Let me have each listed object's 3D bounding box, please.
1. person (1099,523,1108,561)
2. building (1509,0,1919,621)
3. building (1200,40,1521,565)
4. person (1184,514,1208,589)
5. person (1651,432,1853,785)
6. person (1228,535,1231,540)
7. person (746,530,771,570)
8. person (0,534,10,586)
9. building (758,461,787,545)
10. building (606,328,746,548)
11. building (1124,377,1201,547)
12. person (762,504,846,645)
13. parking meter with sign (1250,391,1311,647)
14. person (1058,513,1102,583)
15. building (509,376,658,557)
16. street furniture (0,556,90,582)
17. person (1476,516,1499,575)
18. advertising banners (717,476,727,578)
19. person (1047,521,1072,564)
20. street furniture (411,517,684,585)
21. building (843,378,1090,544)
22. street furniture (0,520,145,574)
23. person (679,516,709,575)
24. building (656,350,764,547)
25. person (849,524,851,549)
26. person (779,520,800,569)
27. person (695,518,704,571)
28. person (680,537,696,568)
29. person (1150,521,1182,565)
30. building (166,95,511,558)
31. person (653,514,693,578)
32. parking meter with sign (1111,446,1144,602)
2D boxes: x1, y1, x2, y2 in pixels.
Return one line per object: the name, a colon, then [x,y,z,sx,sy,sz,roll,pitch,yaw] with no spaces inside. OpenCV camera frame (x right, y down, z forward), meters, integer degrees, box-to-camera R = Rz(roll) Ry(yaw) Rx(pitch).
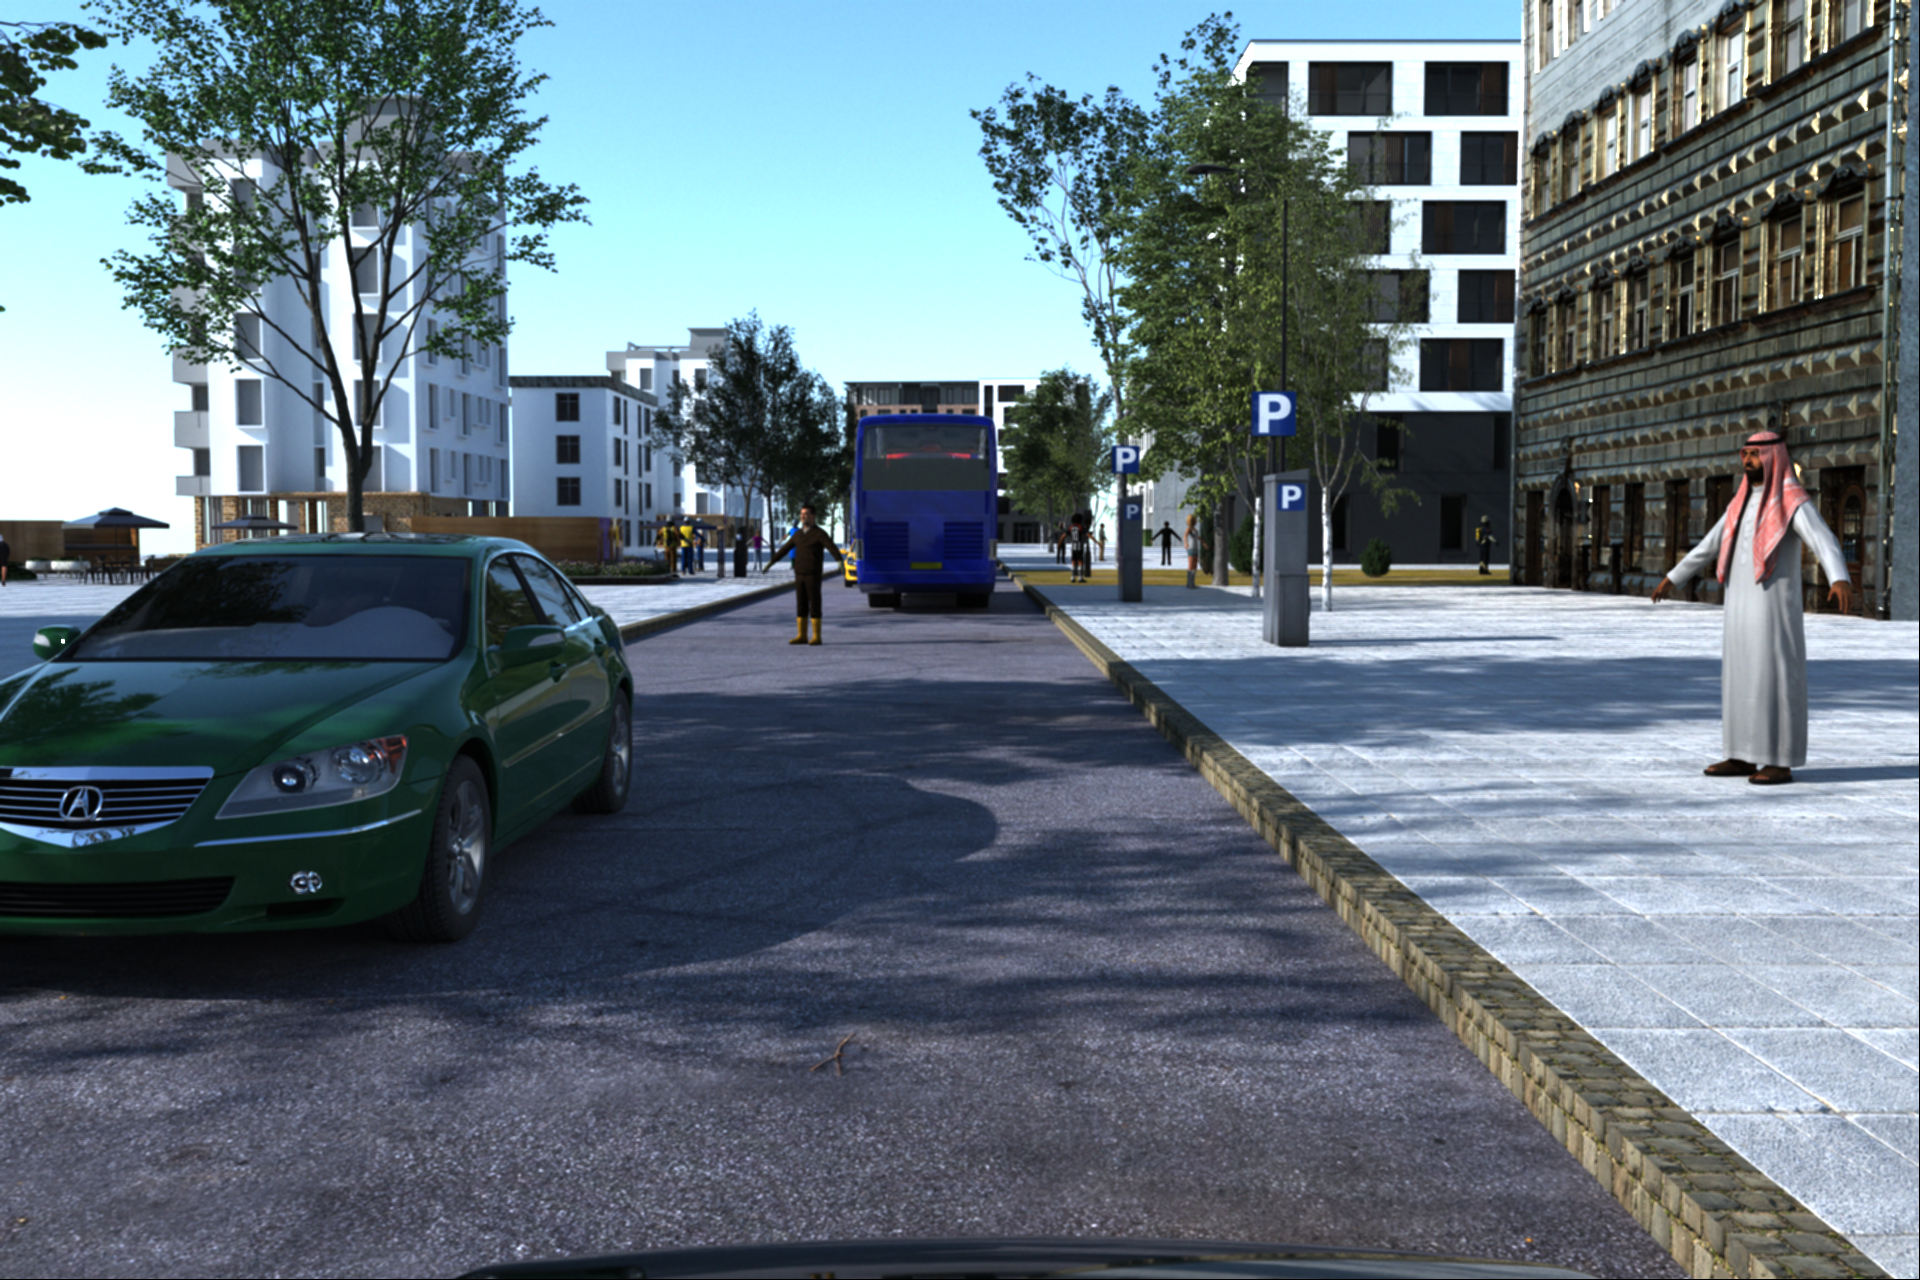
person: [6.747,-4.629,81.956,0.705,1.796,1.348,0,4,-8]
building: [22.994,-12.405,33.756,19.493,23.208,18.063,0,4,1]
building: [25.916,-14.944,88.303,27.936,21.610,32.646,0,3,0]
person: [5.538,-2.083,40.676,0.721,1.753,1.214,2,4,31]
person: [4.154,-0.176,9.027,0.704,1.811,1.347,-1,4,-18]
person: [10.634,-3.934,70.513,1.347,1.806,0.705,-3,4,-37]
person: [-7.216,-3.206,61.686,0.991,1.433,0.599,-1,4,-19]
person: [-23.821,-2.057,42.865,0.799,1.438,0.628,1,4,12]
building: [-25.479,-16.427,210.728,9.099,9.664,28.070,0,4,1]
building: [-26.310,-18.558,159.835,16.016,20.090,11.380,0,4,0]
building: [27.029,-19.295,181.935,16.747,18.905,31.486,0,4,0]
person: [-1.978,-0.846,22.433,1.346,1.812,0.704,2,4,33]
parking meter with sign: [3.818,-1.477,20.407,0.543,3.016,1.738,0,4,1]
person: [3.130,-2.429,45.861,1.345,1.843,0.704,2,4,35]
building: [-22.988,-10.017,105.920,9.099,9.664,28.070,0,4,1]
street furniture: [-29.782,-2.041,49.002,10.072,0.657,5.734,1,4,20]
person: [16.646,-3.001,54.839,0.705,1.856,1.354,-1,4,-10]
advertising banners: [-7.069,-3.385,51.529,0.090,3.025,2.074,0,4,-1]
person: [4.289,-4.105,73.239,1.348,1.813,0.705,-1,4,-15]
street furniture: [-10.646,-2.354,45.339,11.010,1.723,9.812,0,4,-4]
building: [1.497,-24.060,239.815,32.646,21.610,27.936,0,4,5]
street furniture: [-32.022,-3.218,59.462,11.010,1.723,9.812,-2,4,-35]
person: [-8.563,-2.966,54.460,1.349,1.833,0.705,0,4,6]
building: [-26.900,-19.728,178.968,16.016,20.090,11.380,0,4,1]
person: [-5.013,-4.583,81.150,0.704,1.802,1.346,0,4,-2]
person: [-6.063,-3.514,63.581,1.347,1.817,0.704,2,4,32]
person: [-9.126,-3.352,60.659,0.705,1.847,1.347,-1,4,-13]
person: [-10.243,-3.590,65.416,0.721,1.740,1.216,-3,4,-39]
person: [8.485,-3.977,71.216,1.347,1.806,0.705,0,4,-3]
building: [-28.241,-13.436,76.105,16.016,20.090,11.380,0,4,1]
person: [-8.493,-2.766,50.985,1.354,1.858,0.705,2,4,24]
parking meter with sign: [3.270,-2.275,33.456,0.543,3.016,1.738,0,4,0]
